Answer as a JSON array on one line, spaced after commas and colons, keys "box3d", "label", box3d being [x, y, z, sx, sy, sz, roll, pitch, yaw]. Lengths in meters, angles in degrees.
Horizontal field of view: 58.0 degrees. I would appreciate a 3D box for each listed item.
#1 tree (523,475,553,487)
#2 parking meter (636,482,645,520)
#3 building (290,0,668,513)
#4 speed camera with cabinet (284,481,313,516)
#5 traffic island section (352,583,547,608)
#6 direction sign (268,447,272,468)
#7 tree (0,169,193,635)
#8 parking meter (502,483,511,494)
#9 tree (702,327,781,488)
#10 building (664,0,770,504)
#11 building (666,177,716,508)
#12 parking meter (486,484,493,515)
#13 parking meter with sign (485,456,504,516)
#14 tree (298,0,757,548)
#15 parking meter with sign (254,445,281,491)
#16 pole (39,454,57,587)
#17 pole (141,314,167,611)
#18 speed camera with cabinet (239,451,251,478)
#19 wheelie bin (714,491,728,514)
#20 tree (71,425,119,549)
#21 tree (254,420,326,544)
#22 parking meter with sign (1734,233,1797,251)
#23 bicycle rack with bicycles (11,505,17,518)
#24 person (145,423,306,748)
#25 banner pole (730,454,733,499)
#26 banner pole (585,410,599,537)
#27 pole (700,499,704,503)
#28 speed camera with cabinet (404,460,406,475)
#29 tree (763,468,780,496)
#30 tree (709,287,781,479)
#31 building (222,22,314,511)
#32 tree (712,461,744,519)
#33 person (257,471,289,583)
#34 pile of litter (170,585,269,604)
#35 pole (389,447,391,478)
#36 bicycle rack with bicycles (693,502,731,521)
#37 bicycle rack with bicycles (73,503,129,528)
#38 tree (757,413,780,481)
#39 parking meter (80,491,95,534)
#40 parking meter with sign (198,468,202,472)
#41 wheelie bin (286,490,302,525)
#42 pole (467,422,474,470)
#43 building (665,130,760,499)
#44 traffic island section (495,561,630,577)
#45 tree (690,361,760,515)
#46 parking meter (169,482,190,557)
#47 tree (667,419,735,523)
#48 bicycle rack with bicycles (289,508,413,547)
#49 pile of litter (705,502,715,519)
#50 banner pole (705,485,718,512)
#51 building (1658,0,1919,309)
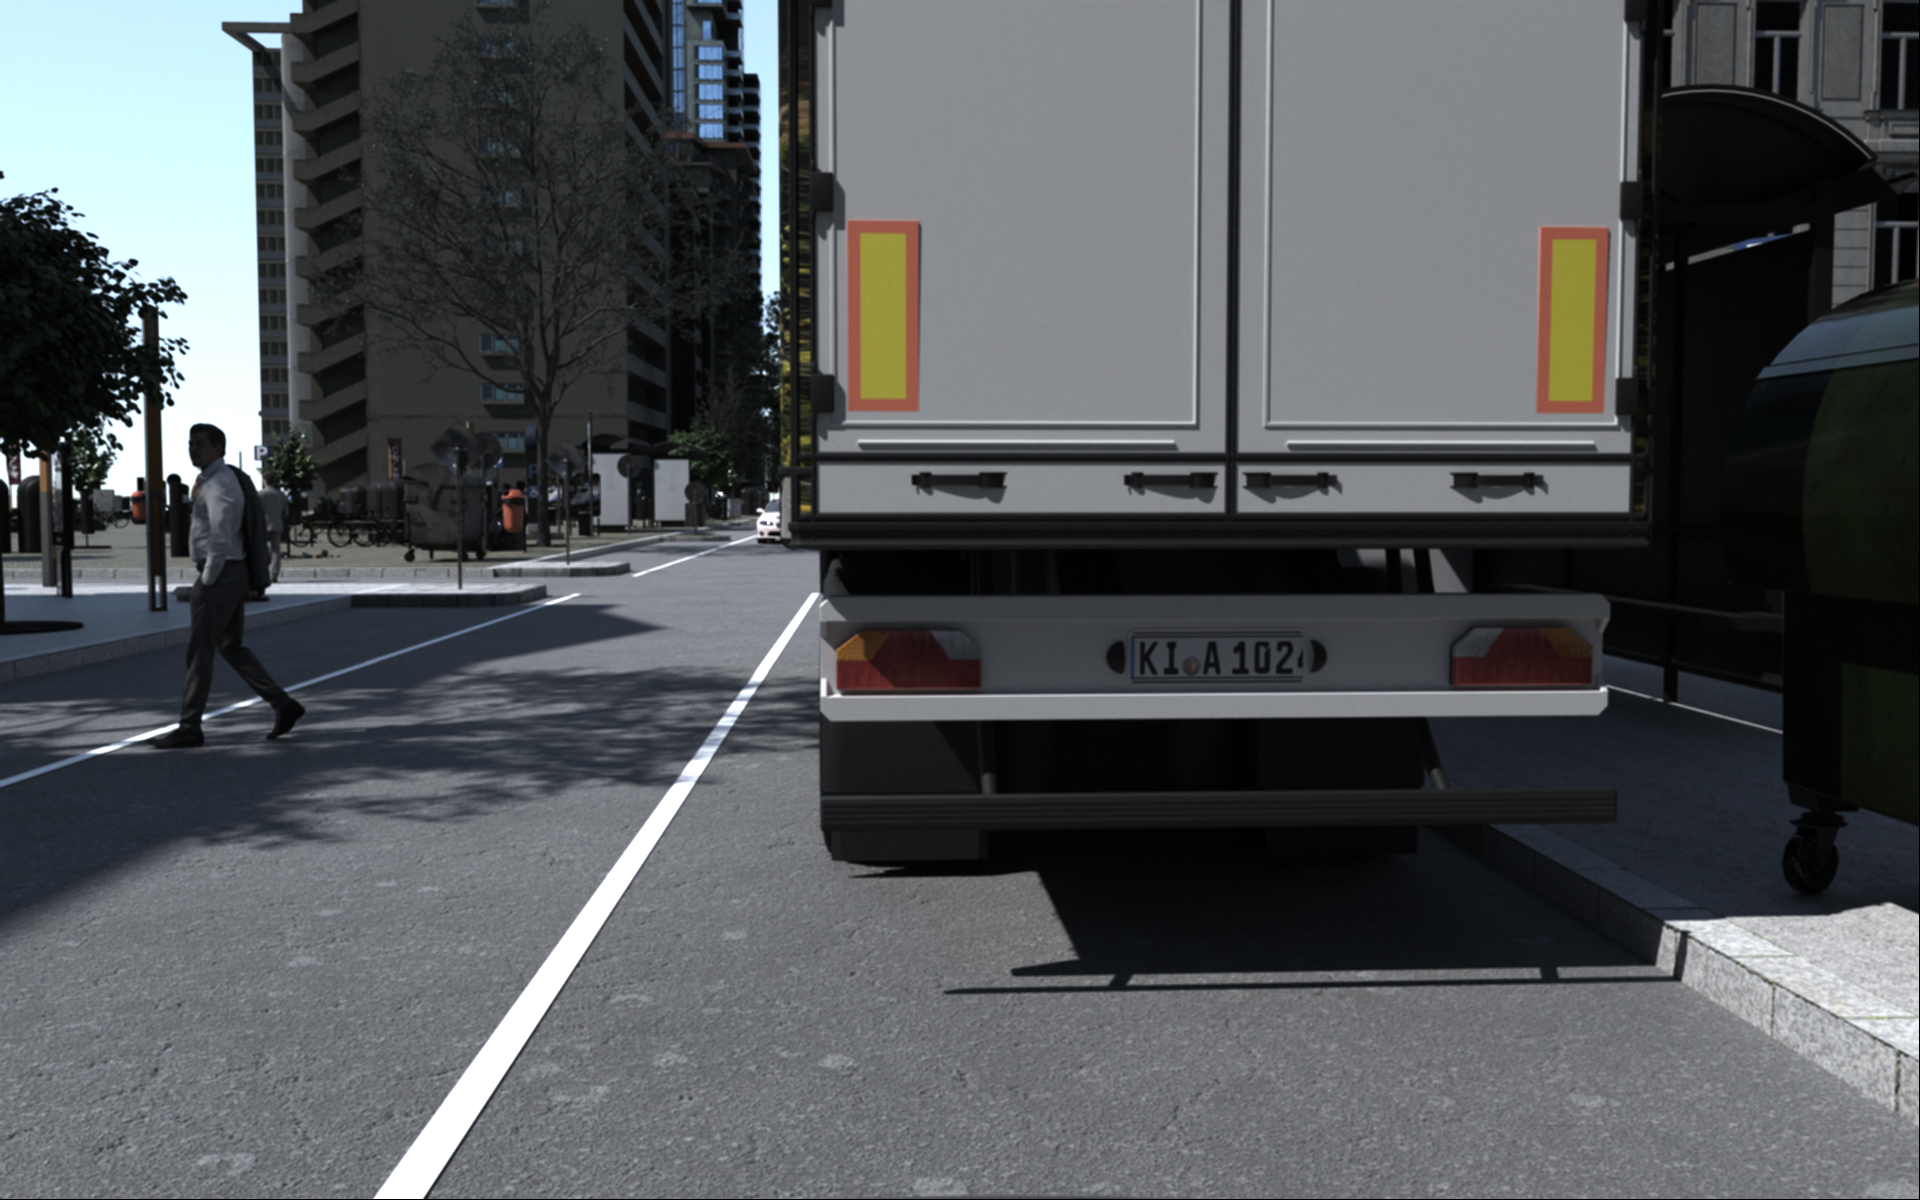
[{"box3d": [-23.450, -6.217, 96.255, 1.663, 3.219, 1.824, 0, 3, 0], "label": "tree"}, {"box3d": [-15.688, -4.857, 85.118, 0.399, 1.863, 0.255, 2, 4, 30], "label": "parking meter"}, {"box3d": [-31.795, -30.129, 116.309, 21.300, 48.544, 21.600, 0, 4, -2], "label": "building"}, {"box3d": [-37.396, -6.338, 97.957, 0.660, 3.252, 2.038, 1, 4, 12], "label": "speed camera with cabinet"}, {"box3d": [-6.758, -0.065, 23.346, 2.009, 0.180, 2.903, 0, 4, -2], "label": "traffic island section"}, {"box3d": [-33.165, -5.586, 83.320, 0.379, 3.537, 0.876, -2, 4, -30], "label": "direction sign"}, {"box3d": [-9.181, -1.992, 16.291, 4.285, 4.588, 4.351, 0, 3, 0], "label": "tree"}, {"box3d": [-23.580, -5.164, 90.135, 0.255, 1.863, 0.399, 3, 5, 40], "label": "parking meter"}, {"box3d": [-13.912, -12.226, 118.016, 7.486, 12.596, 7.792, 0, 3, 0], "label": "tree"}, {"box3d": [-37.417, -56.671, 239.235, 22.319, 86.520, 31.000, 0, 4, -2], "label": "building"}, {"box3d": [-30.195, -23.685, 158.945, 14.160, 30.474, 14.107, 0, 4, -2], "label": "building"}, {"box3d": [-11.956, -2.153, 43.617, 0.372, 1.533, 0.369, 0, 3, 0], "label": "parking meter"}, {"box3d": [-21.114, -5.000, 78.018, 0.543, 3.016, 1.738, 0, 4, 6], "label": "parking meter with sign"}, {"box3d": [-10.162, -8.042, 41.851, 12.009, 13.543, 11.850, 0, 3, 0], "label": "tree"}, {"box3d": [-24.920, -4.069, 62.792, 0.543, 3.016, 1.738, 0, 4, 1], "label": "parking meter with sign"}, {"box3d": [-12.574, -1.837, 23.872, 0.158, 3.312, 0.155, 0, 3, 0], "label": "pole"}, {"box3d": [-8.830, -1.537, 18.967, 0.158, 3.312, 0.155, 0, 3, 0], "label": "pole"}, {"box3d": [-33.624, -5.199, 79.346, 2.038, 3.252, 0.660, -2, 4, -34], "label": "speed camera with cabinet"}, {"box3d": [-13.992, -5.731, 101.609, 0.980, 1.594, 0.693, 1, 4, 16], "label": "wheelie bin"}, {"box3d": [-20.729, -2.822, 40.741, 1.663, 3.219, 1.824, 0, 3, 0], "label": "tree"}, {"box3d": [-17.468, -3.108, 45.422, 1.663, 3.219, 1.824, 0, 3, 0], "label": "tree"}, {"box3d": [6.186, -0.979, 12.274, 1.738, 3.016, 0.543, -2, 4, -35], "label": "parking meter with sign"}, {"box3d": [-42.908, -4.177, 81.672, 2.925, 0.926, 2.852, 3, 4, 37], "label": "bicycle rack with bicycles"}, {"box3d": [-4.219, -0.081, 9.918, 0.850, 1.850, 0.679, -1, 4, -22], "label": "person"}, {"box3d": [-14.081, -7.109, 106.253, 0.401, 3.779, 0.863, -2, 4, -28], "label": "banner pole"}, {"box3d": [-11.122, -3.797, 52.104, 0.401, 3.779, 0.863, -1, 4, -19], "label": "banner pole"}, {"box3d": [-13.959, -6.108, 93.716, 0.158, 3.312, 0.155, 0, 3, 0], "label": "pole"}, {"box3d": [-32.669, -6.600, 102.251, 0.660, 3.252, 2.038, 0, 4, 4], "label": "speed camera with cabinet"}, {"box3d": [-14.137, -8.344, 131.018, 1.663, 3.219, 1.824, 0, 3, 0], "label": "tree"}, {"box3d": [-13.639, -17.388, 140.181, 12.611, 20.169, 13.585, 0, 3, 0], "label": "tree"}, {"box3d": [-38.383, -27.362, 139.257, 32.217, 40.220, 23.993, 0, 4, -2], "label": "building"}, {"box3d": [-11.978, -5.724, 88.196, 1.663, 3.219, 1.824, 0, 3, 0], "label": "tree"}, {"box3d": [-11.236, -1.184, 28.058, 0.583, 1.804, 0.606, 3, 4, 36], "label": "person"}, {"box3d": [-8.883, -0.420, 20.828, 1.176, 0.858, 1.719, -1, 4, -8], "label": "pile of litter"}, {"box3d": [-22.872, -4.644, 69.774, 0.158, 3.312, 0.155, 0, 3, 0], "label": "pole"}, {"box3d": [-12.386, -4.228, 82.508, 2.925, 0.926, 2.852, 0, 4, -3], "label": "bicycle rack with bicycles"}, {"box3d": [-33.163, -3.211, 65.886, 2.925, 0.926, 2.852, -1, 4, -10], "label": "bicycle rack with bicycles"}, {"box3d": [-16.833, -16.208, 182.015, 9.611, 12.733, 9.660, 0, 3, 0], "label": "tree"}, {"box3d": [-28.108, -2.898, 55.786, 0.372, 1.533, 0.369, 0, 3, 0], "label": "parking meter"}, {"box3d": [-38.166, -5.663, 88.853, 0.543, 3.016, 1.738, 2, 4, 27], "label": "parking meter with sign"}, {"box3d": [-27.433, -3.873, 71.227, 0.693, 1.594, 0.980, -2, 4, -29], "label": "wheelie bin"}, {"box3d": [-13.855, -3.379, 49.093, 0.158, 3.312, 0.155, 0, 3, 0], "label": "pole"}, {"box3d": [-36.156, -34.008, 210.651, 22.147, 44.769, 28.867, 0, 4, -2], "label": "building"}, {"box3d": [-7.107, -0.553, 31.324, 2.009, 0.180, 2.903, 0, 4, -2], "label": "traffic island section"}, {"box3d": [-13.232, -8.940, 96.539, 4.360, 8.622, 3.978, 0, 3, 0], "label": "tree"}, {"box3d": [-15.912, -1.646, 35.328, 0.372, 1.533, 0.369, 0, 3, 0], "label": "parking meter"}, {"box3d": [-11.409, -5.652, 76.128, 4.285, 4.588, 4.351, 0, 3, 0], "label": "tree"}, {"box3d": [-14.593, -1.788, 42.615, 2.925, 0.926, 2.852, 1, 4, 12], "label": "bicycle rack with bicycles"}, {"box3d": [-13.332, -4.735, 91.377, 1.176, 0.858, 1.719, 3, 5, 41], "label": "pile of litter"}, {"box3d": [-12.778, -6.086, 89.519, 0.863, 3.779, 0.401, 0, 4, 7], "label": "banner pole"}, {"box3d": [31.775, -16.636, 48.414, 44.131, 29.872, 17.030, 0, 4, -2], "label": "building"}]
